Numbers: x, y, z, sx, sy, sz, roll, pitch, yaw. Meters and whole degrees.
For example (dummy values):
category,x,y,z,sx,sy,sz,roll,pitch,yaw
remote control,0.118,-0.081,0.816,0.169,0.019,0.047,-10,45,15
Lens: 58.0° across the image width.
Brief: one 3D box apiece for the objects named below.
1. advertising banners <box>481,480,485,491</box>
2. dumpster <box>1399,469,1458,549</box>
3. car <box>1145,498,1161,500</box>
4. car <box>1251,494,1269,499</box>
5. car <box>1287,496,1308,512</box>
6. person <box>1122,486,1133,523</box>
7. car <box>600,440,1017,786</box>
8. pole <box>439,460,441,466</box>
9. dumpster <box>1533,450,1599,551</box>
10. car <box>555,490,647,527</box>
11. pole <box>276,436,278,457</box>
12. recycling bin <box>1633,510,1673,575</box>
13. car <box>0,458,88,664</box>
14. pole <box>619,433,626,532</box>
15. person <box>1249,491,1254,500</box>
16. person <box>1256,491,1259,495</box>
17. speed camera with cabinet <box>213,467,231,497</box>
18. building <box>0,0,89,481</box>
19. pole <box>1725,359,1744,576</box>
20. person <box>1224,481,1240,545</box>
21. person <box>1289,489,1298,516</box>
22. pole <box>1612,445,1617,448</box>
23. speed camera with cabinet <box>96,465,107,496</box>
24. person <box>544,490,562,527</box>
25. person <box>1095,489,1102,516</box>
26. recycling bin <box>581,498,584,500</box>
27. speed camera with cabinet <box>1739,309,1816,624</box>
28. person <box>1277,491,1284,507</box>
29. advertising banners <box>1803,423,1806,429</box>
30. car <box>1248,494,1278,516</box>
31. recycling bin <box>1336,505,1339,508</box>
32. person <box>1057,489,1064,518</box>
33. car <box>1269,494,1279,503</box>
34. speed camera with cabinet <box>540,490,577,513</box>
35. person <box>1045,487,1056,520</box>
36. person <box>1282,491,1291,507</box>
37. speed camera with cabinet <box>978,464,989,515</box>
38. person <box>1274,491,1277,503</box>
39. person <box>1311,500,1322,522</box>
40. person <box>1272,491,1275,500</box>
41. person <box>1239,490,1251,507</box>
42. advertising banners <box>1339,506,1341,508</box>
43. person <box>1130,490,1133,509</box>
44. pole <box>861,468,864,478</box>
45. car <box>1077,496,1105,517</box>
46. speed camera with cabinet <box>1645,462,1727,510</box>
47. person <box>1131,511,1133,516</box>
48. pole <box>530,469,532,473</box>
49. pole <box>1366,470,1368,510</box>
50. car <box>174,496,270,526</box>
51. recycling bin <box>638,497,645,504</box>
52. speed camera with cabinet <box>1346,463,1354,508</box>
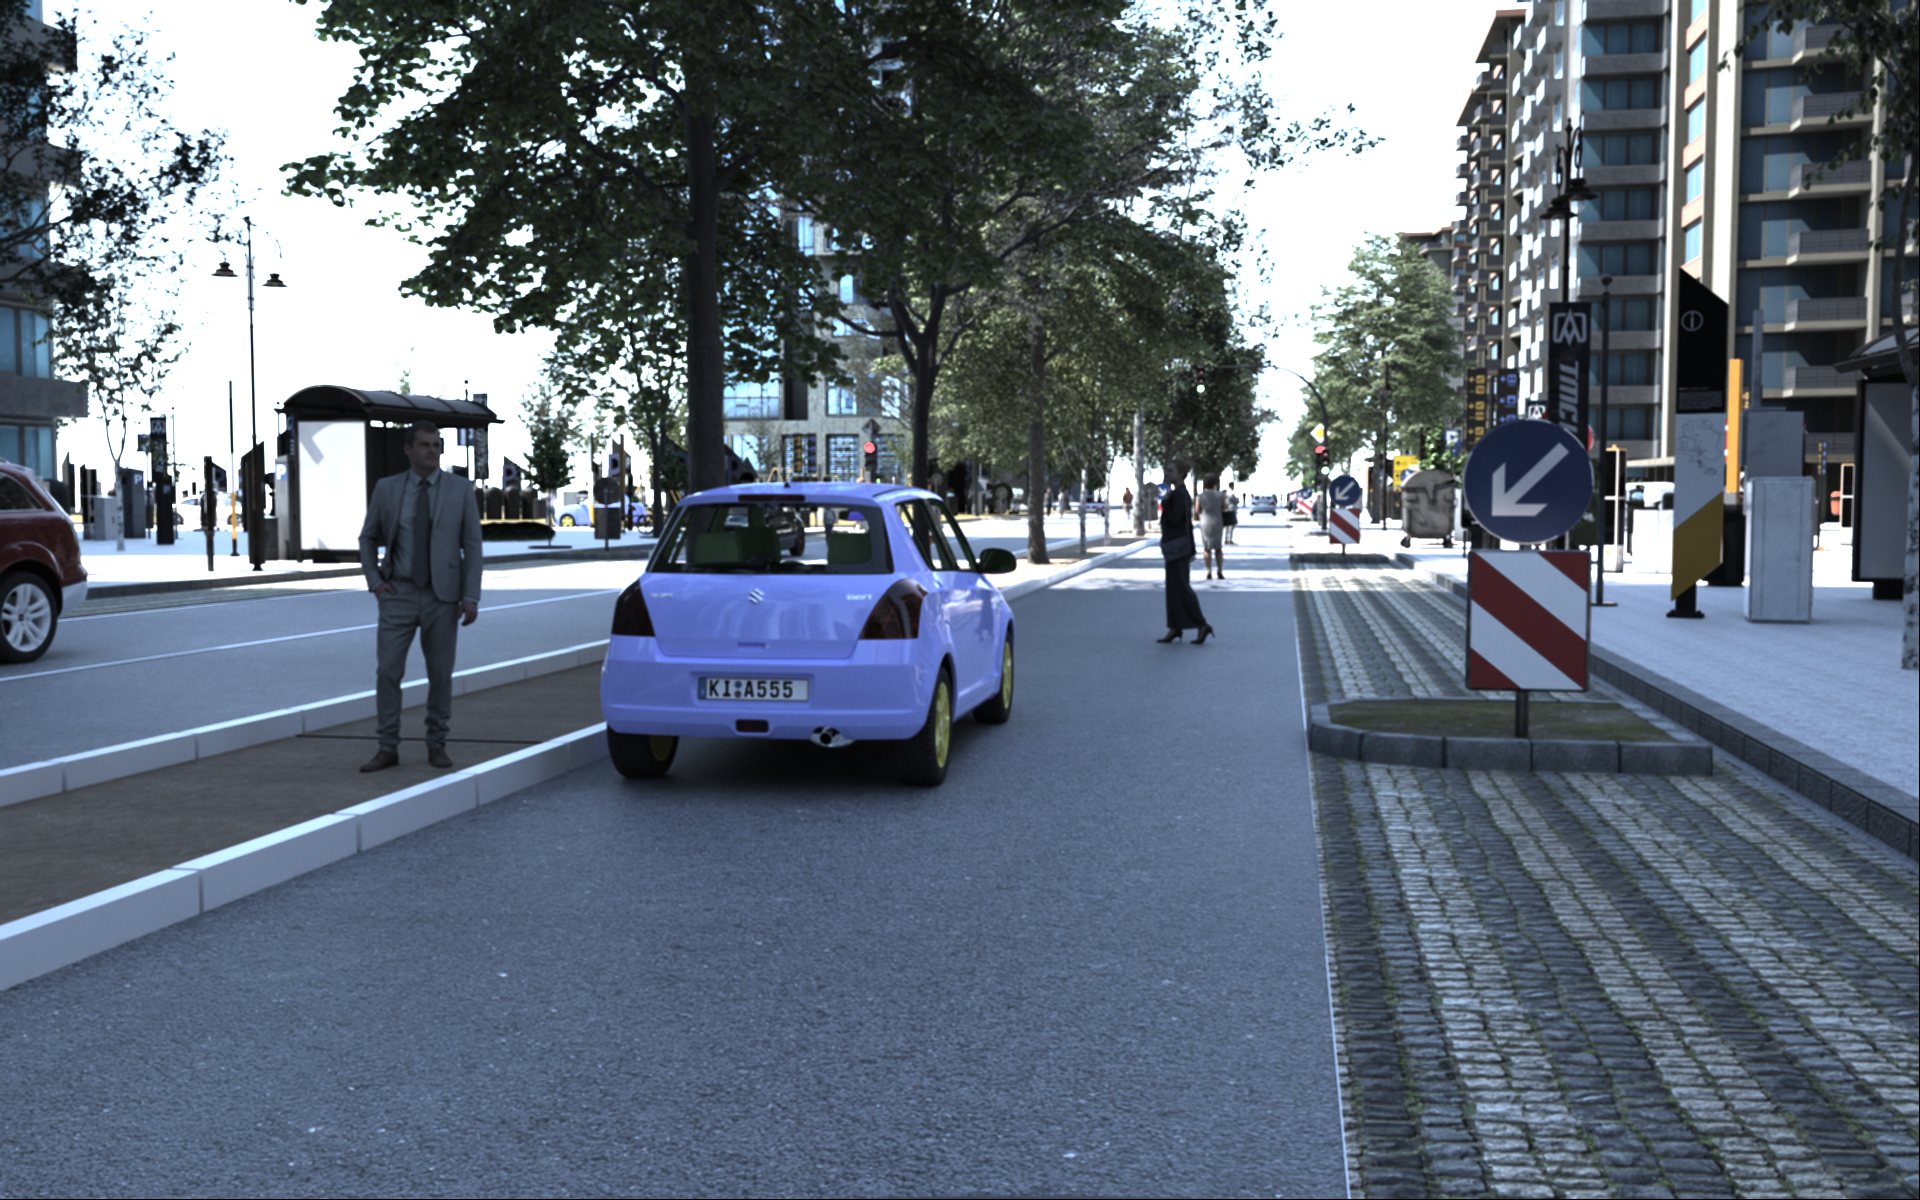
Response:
category,x,y,z,sx,sy,sz,roll,pitch,yaw
advertising banners,-41.897,-9.440,150.527,0.090,3.025,2.074,2,4,30
dumpster,11.078,-2.154,40.980,1.264,1.857,1.865,1,4,11
car,10.333,-5.161,93.178,1.959,1.807,4.718,1,4,11
car,28.679,-9.316,164.112,2.131,1.459,4.920,1,4,9
car,27.552,-7.842,140.792,1.945,1.354,3.894,1,4,11
person,8.441,-4.824,87.352,0.573,1.828,0.580,0,4,4
car,-0.688,-0.019,9.907,1.945,1.707,3.694,1,4,9
pole,-28.460,-6.172,94.755,0.158,3.312,0.155,0,3,0
dumpster,11.409,-1.829,32.402,1.502,2.255,1.985,1,4,10
car,-14.765,-3.761,71.080,3.694,1.707,1.945,1,4,9
pole,-23.896,-4.095,60.790,0.158,3.312,0.155,0,3,0
recycling bin,11.205,-0.934,27.818,0.722,1.027,0.722,1,4,21
car,-9.177,-0.288,13.388,2.281,1.827,5.304,1,4,11
pole,-11.342,-3.938,58.228,0.158,3.312,0.155,0,3,0
person,38.899,-13.587,230.587,1.348,1.831,0.705,-3,4,-37
person,30.560,-10.288,177.433,1.217,1.743,0.721,-1,4,-15
speed camera with cabinet,-55.350,-8.263,129.430,0.660,3.252,2.038,1,4,20
building,-42.105,-26.021,45.057,30.456,49.044,23.786,1,4,11
pole,11.754,-1.986,26.308,0.158,3.312,0.155,0,3,0
person,7.717,-2.462,48.932,0.466,1.800,0.511,-2,4,-29
person,22.217,-6.490,115.203,0.643,1.750,0.593,-3,5,-43
pole,26.987,-4.749,71.485,0.158,3.312,0.155,0,3,0
speed camera with cabinet,-58.834,-7.624,118.988,0.660,3.252,2.038,1,4,22
person,-16.096,-3.637,68.639,0.598,1.740,0.731,3,5,43
person,9.192,-6.474,114.898,0.519,1.759,0.362,-3,5,-42
recycling bin,-23.684,-5.991,110.505,0.722,1.027,0.722,2,4,30
speed camera with cabinet,8.489,-1.446,17.973,0.660,3.252,2.038,1,4,22
person,36.330,-11.407,195.726,1.217,1.735,0.721,-1,4,-13
advertising banners,19.658,-2.836,42.552,2.074,3.025,0.090,0,4,8
car,20.198,-6.325,115.421,2.014,1.417,4.499,1,4,10
recycling bin,29.321,-7.464,134.586,0.722,1.027,0.722,2,4,29
person,6.070,-5.872,105.077,0.524,1.755,0.480,2,4,26
car,47.920,-15.539,265.867,2.131,1.459,4.920,1,4,9
speed camera with cabinet,-20.102,-5.651,86.725,0.660,3.252,2.038,2,4,30
person,5.067,-5.410,97.130,0.709,1.800,0.728,-1,4,-14
person,32.211,-9.848,170.233,1.217,1.735,0.721,0,4,1
speed camera with cabinet,1.331,-6.990,108.623,0.660,3.252,2.038,1,4,13
person,40.976,-13.277,225.442,0.709,1.838,0.599,-3,5,-40
person,18.458,-4.594,89.114,0.738,1.151,1.012,2,4,24
person,30.728,-9.893,170.776,0.750,1.759,0.617,1,4,17
person,30.459,-10.844,185.424,1.348,1.869,0.705,-1,4,-8
advertising banners,23.436,-6.751,106.560,0.090,3.025,2.074,1,4,17
person,15.780,-9.314,160.654,0.709,1.838,0.599,0,4,-1
pole,-7.722,-8.745,136.816,0.158,3.312,0.155,0,3,0
car,8.452,-5.937,109.651,1.945,1.354,3.894,1,4,9
speed camera with cabinet,17.484,-2.884,41.482,2.038,3.252,0.660,-1,4,-10
person,11.876,-6.520,115.326,0.699,1.804,1.509,3,4,39
pole,-25.958,-6.778,104.664,0.158,3.312,0.155,0,3,0
pole,32.728,-8.878,138.998,0.158,3.312,0.155,0,3,0
car,-31.465,-3.728,73.314,4.827,1.381,2.083,1,4,10
recycling bin,-24.129,-7.186,130.042,0.722,1.027,0.722,3,4,37
speed camera with cabinet,24.627,-7.063,109.818,0.660,3.252,2.038,1,4,18
